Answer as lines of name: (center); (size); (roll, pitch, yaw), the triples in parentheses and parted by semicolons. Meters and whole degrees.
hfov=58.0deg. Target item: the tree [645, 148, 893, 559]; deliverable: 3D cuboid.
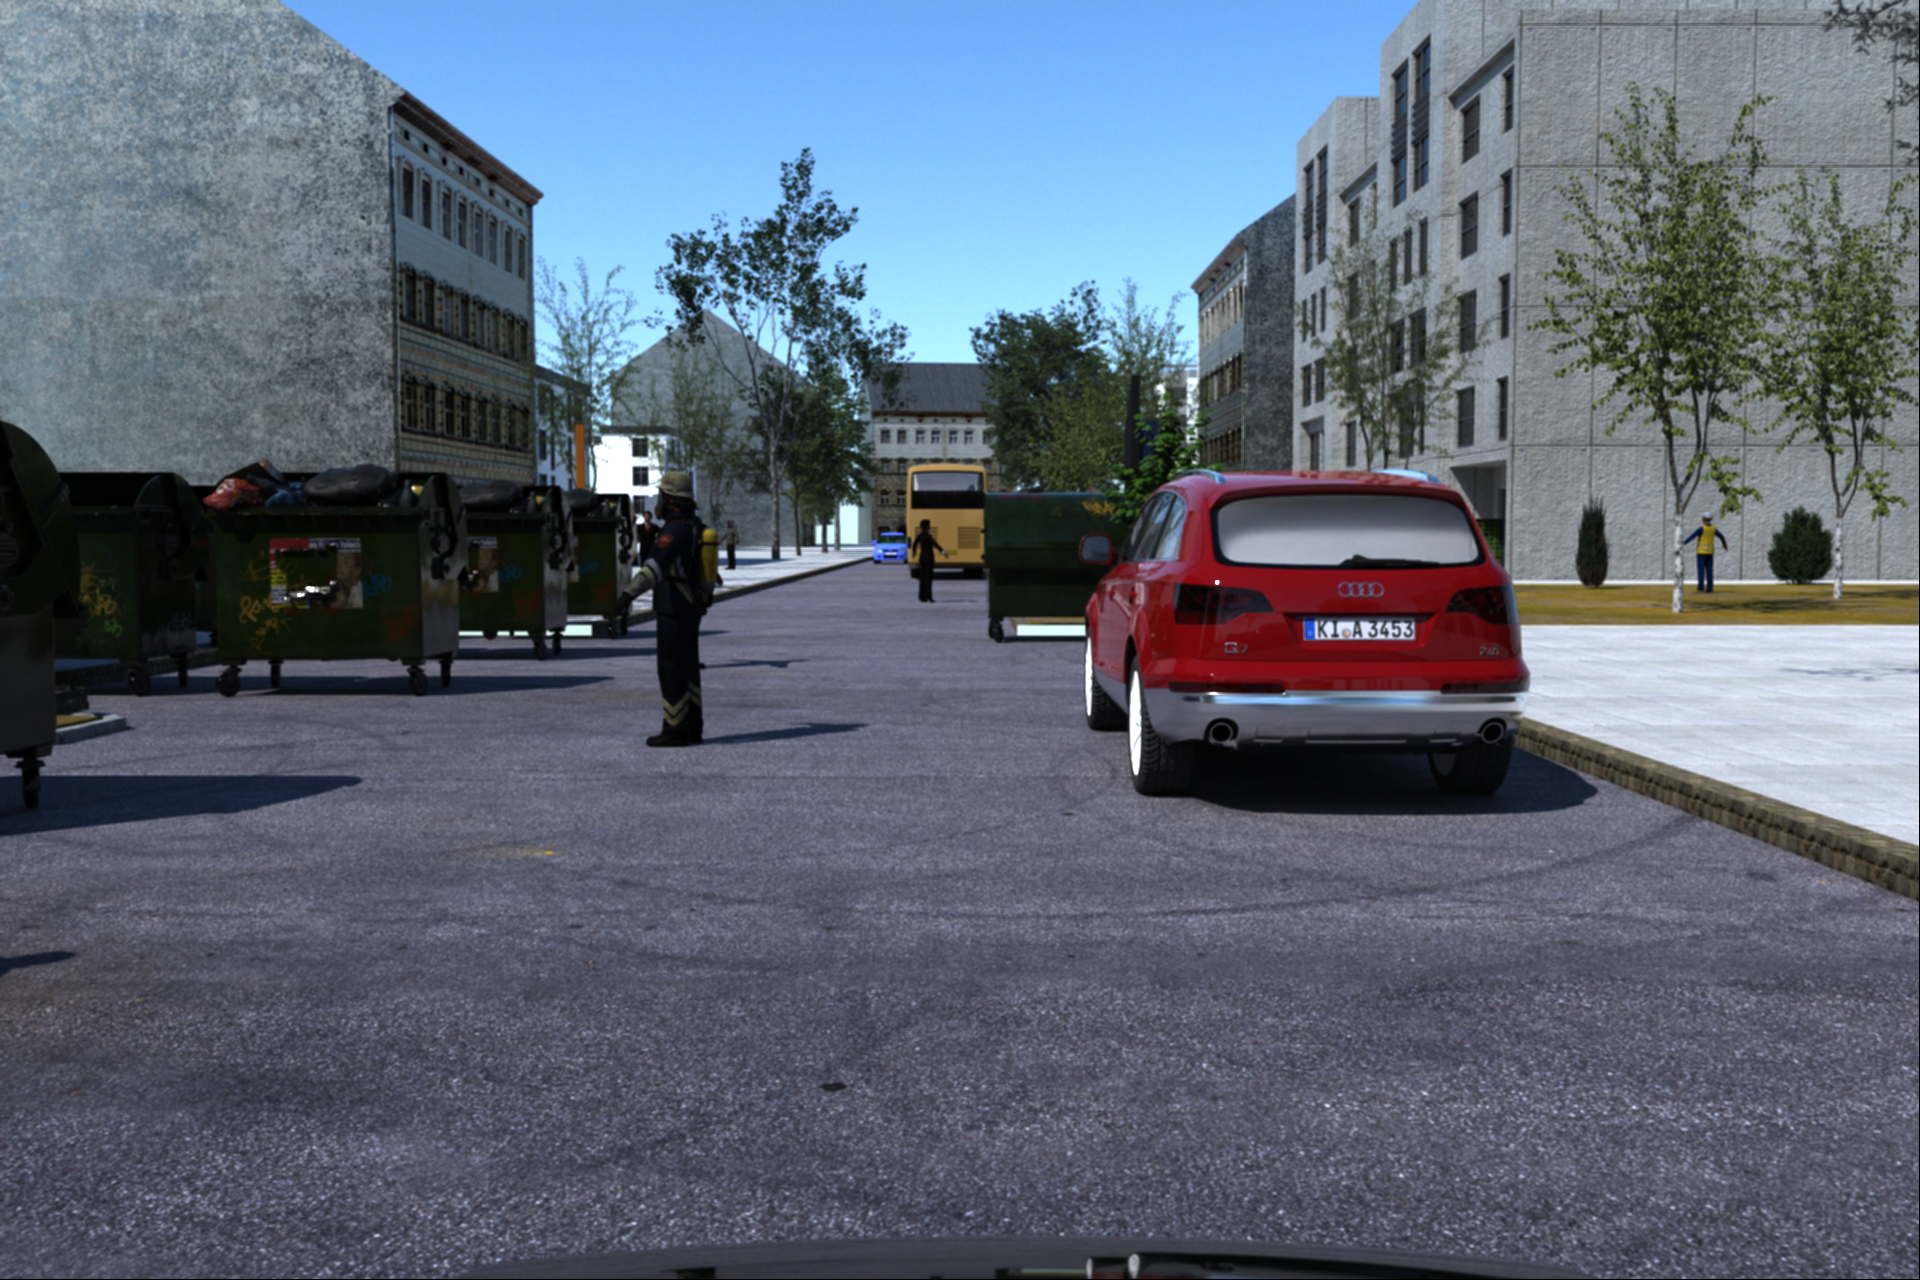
tree: (-9.490, -14.138, 87.047); (12.611, 20.169, 13.585); (0, 3, 0)

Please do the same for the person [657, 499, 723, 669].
person: (-2.916, -0.623, 18.412); (0.705, 1.858, 1.354); (-2, 4, -34)

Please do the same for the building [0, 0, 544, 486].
building: (-28.429, -14.523, 68.387); (19.493, 23.208, 18.063); (0, 4, 1)

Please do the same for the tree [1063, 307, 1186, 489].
tree: (5.535, -6.507, 56.758); (4.737, 8.622, 4.395); (0, 3, 0)

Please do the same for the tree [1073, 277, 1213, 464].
tree: (5.447, -6.076, 49.713); (4.360, 8.622, 3.978); (0, 3, 0)

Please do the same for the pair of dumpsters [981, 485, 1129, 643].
pair of dumpsters: (2.496, -1.127, 23.379); (4.436, 2.255, 1.574); (0, 4, -1)

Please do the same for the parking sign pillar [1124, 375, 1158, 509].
parking sign pillar: (3.110, -2.542, 30.040); (1.447, 3.967, 1.447); (0, 4, 0)

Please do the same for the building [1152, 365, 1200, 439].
building: (26.007, -20.381, 189.652); (16.016, 20.090, 11.380); (0, 4, 0)

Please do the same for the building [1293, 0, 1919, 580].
building: (23.563, -12.028, 63.119); (16.747, 18.905, 31.486); (0, 3, 0)

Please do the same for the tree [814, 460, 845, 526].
tree: (-19.127, -19.208, 220.711); (9.857, 13.997, 8.962); (0, 3, 0)

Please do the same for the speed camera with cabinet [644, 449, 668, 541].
speed camera with cabinet: (-6.997, -2.850, 40.930); (0.660, 3.252, 2.038); (0, 4, 1)

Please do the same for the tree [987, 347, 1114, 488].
tree: (6.180, -12.347, 112.244); (12.009, 13.543, 11.850); (0, 3, 0)

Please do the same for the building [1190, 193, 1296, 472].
building: (23.734, -16.252, 96.654); (19.493, 23.208, 18.063); (0, 4, 0)

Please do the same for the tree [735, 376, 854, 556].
tree: (-9.863, -10.255, 102.075); (7.601, 10.594, 8.767); (-1, 4, -10)

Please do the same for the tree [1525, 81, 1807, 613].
tree: (11.515, -4.738, 27.824); (4.737, 8.622, 4.395); (0, 3, 0)

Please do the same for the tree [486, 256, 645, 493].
tree: (-9.632, -5.818, 45.482); (4.360, 8.622, 3.978); (0, 3, 0)

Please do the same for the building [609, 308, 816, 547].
building: (-24.845, -21.225, 177.959); (19.493, 23.208, 18.063); (0, 4, -1)

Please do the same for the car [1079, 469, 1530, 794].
car: (1.952, -0.147, 11.078); (2.281, 1.827, 5.304); (0, 4, 0)

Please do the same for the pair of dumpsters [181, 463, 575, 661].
pair of dumpsters: (-6.792, -0.918, 19.968); (4.436, 2.255, 1.574); (0, 4, 0)

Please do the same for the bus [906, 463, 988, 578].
bus: (-0.485, -4.143, 59.287); (2.896, 3.916, 12.252); (0, 4, -1)

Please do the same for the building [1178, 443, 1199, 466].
building: (23.138, -13.307, 159.723); (9.099, 9.664, 28.070); (0, 4, 0)

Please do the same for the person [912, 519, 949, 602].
person: (-0.646, -1.664, 36.381); (0.721, 1.740, 1.216); (-3, 4, -37)

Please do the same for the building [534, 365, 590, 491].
building: (-25.450, -9.556, 98.387); (9.099, 9.664, 28.070); (0, 3, 0)

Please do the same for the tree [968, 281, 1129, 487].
tree: (7.303, -16.706, 129.033); (12.611, 20.169, 13.585); (0, 3, 0)

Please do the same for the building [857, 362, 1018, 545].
building: (-3.204, -23.686, 220.655); (18.063, 23.208, 19.493); (-1, 4, -8)

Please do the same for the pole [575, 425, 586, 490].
pole: (-7.087, -2.359, 32.413); (0.158, 3.312, 0.155); (0, 3, 0)

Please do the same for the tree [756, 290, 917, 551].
tree: (-9.225, -16.850, 131.388); (12.611, 20.169, 13.585); (0, 3, 0)

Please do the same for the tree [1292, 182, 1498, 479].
tree: (8.882, -5.286, 36.793); (4.360, 8.622, 3.978); (0, 3, 0)

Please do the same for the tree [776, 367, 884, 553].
tree: (-9.052, -12.173, 117.150); (7.486, 12.596, 7.792); (0, 3, 0)

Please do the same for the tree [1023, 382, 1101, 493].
tree: (5.167, -8.101, 82.821); (4.737, 8.622, 4.395); (0, 3, 0)

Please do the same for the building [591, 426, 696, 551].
building: (-27.009, -12.621, 148.498); (9.099, 9.664, 28.070); (0, 4, 1)

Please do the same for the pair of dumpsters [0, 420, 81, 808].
pair of dumpsters: (-6.862, -0.216, 8.480); (4.436, 2.255, 1.574); (0, 4, 1)

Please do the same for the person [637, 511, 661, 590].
person: (-7.103, -2.032, 39.416); (1.347, 1.806, 0.705); (0, 4, -5)

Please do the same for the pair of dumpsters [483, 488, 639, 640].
pair of dumpsters: (-6.757, -1.158, 23.889); (4.436, 2.255, 1.574); (0, 4, 0)

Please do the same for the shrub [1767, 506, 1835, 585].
shrub: (21.404, -2.426, 44.085); (1.690, 2.028, 1.600); (0, 3, 0)

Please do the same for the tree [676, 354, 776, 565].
tree: (-10.255, -7.391, 71.203); (4.360, 8.622, 3.978); (0, 3, 0)

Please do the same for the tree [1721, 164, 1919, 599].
tree: (17.198, -5.112, 33.938); (4.737, 8.622, 4.395); (0, 3, 0)

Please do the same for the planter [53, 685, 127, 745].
planter: (-7.101, 0.547, 12.204); (1.991, 0.319, 1.994); (0, 4, 0)

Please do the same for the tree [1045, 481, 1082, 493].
tree: (13.703, -17.750, 215.972); (9.928, 11.665, 9.643); (0, 3, 0)

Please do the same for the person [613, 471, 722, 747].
person: (-1.939, -0.217, 11.778); (0.705, 1.856, 1.354); (1, 4, 17)

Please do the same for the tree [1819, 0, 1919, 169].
tree: (8.436, -6.076, 9.705); (12.009, 13.543, 11.850); (0, 3, 0)

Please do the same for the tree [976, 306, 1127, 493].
tree: (5.689, -11.620, 96.640); (9.857, 13.997, 8.962); (0, 3, 0)

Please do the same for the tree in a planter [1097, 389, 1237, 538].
tree in a planter: (2.603, -1.479, 21.412); (1.991, 3.239, 1.994); (0, 4, 0)

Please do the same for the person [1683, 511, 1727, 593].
person: (16.115, -1.901, 37.550); (1.216, 1.772, 0.721); (-1, 4, -14)

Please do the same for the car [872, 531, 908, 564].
car: (-3.279, -4.547, 83.940); (1.945, 1.707, 3.694); (0, 4, 0)

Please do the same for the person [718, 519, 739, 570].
person: (-8.298, -3.451, 62.546); (0.705, 1.813, 1.348); (-3, 4, -38)

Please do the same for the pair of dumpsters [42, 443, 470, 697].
pair of dumpsters: (-6.831, -0.655, 15.664); (4.436, 2.255, 1.574); (0, 3, 0)

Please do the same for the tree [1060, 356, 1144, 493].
tree: (5.729, -7.461, 72.355); (4.360, 8.622, 3.978); (0, 3, 0)

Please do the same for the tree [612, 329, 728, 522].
tree: (-9.881, -6.821, 61.880); (4.360, 8.622, 3.978); (0, 3, 0)
